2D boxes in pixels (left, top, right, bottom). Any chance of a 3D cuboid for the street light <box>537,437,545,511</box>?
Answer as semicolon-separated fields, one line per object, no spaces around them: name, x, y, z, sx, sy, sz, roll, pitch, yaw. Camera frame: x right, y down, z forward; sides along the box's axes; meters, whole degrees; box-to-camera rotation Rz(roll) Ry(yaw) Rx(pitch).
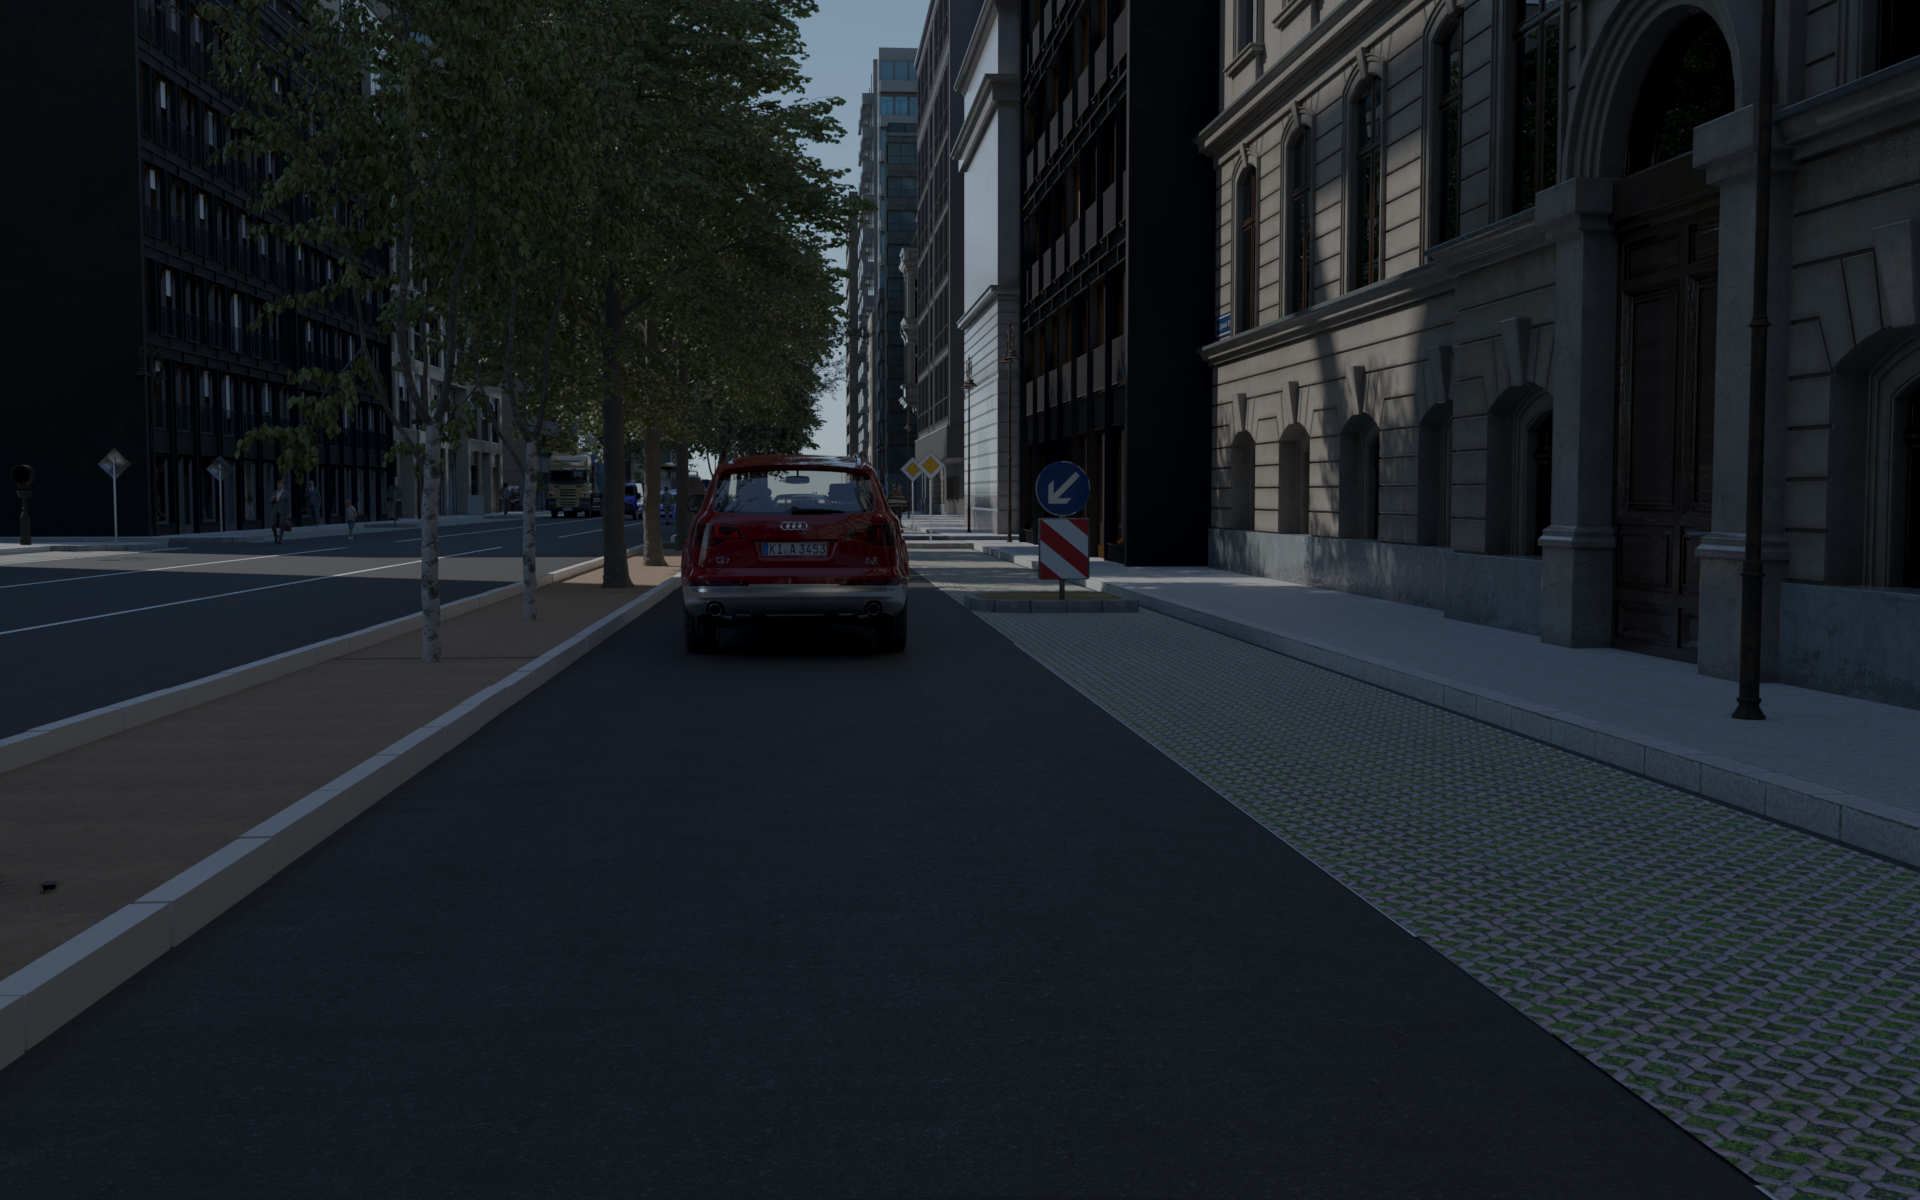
street light;-31.114;-9.532;128.639;0.468;5.910;1.993;0;4;-5

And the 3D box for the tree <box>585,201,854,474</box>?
tree;-8.700;-8.805;63.420;9.611;12.733;9.660;0;3;0

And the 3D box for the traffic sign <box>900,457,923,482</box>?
traffic sign;-1.453;-3.179;54.164;0.795;2.593;0.064;0;4;-5

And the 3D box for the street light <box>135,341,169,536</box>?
street light;-24.396;-4.868;52.377;0.468;5.910;1.993;0;4;-5

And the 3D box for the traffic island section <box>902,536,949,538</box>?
traffic island section;-1.430;-1.955;54.248;2.009;0.180;2.903;0;4;-5

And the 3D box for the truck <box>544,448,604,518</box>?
truck;-23.806;-7.280;107.943;2.839;4.237;11.283;0;4;-5

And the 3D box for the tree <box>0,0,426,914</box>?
tree;-3.860;-5.690;5.862;12.009;13.543;11.850;0;3;0

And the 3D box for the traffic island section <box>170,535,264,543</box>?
traffic island section;-22.393;-1.845;52.440;2.009;0.180;2.903;0;4;-5

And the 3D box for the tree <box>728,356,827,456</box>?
tree;-10.545;-9.016;84.287;8.767;10.594;7.601;0;4;-5

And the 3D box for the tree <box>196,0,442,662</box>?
tree;-4.547;-3.784;14.692;4.737;8.622;4.395;0;3;0

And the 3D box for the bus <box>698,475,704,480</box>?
bus;-33.508;-13.811;217.354;2.896;3.916;12.252;0;4;-6

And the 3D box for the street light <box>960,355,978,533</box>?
street light;0.302;-5.179;57.459;0.468;5.910;1.993;0;4;-5

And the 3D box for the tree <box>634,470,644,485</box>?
tree;-38.844;-13.489;204.256;4.285;4.588;4.351;0;3;0

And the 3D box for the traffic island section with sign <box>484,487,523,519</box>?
traffic island section with sign;-26.621;-5.656;101.096;1.989;1.847;2.006;0;4;-5

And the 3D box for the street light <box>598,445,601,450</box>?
street light;-34.213;-11.729;164.554;0.468;5.910;1.993;0;4;-5

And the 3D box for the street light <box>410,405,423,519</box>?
street light;-27.459;-7.035;87.805;0.468;5.910;1.993;0;4;-5

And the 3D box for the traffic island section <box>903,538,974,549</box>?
traffic island section;-0.739;-1.469;46.293;2.009;0.180;2.903;0;4;-5

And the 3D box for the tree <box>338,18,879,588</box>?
tree;-5.097;-6.423;25.593;7.486;12.596;7.792;0;3;0

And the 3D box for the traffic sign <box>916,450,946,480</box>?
traffic sign;-0.762;-2.692;46.208;0.795;2.593;0.064;0;4;-5

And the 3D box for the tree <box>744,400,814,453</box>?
tree;-13.188;-11.174;110.907;9.928;11.665;9.643;0;3;0

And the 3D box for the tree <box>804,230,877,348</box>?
tree;-12.620;-16.156;122.497;12.611;20.169;13.585;0;3;0

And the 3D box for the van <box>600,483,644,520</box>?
van;-18.797;-5.646;96.691;2.240;2.365;5.245;0;4;-5

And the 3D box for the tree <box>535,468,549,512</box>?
tree;-30.729;-8.053;126.269;1.663;3.219;1.824;0;3;0

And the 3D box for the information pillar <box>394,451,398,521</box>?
information pillar;-27.520;-5.672;84.098;0.504;3.616;0.183;2;4;26

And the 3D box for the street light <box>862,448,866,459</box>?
street light;-9.382;-12.017;169.262;0.468;5.910;1.993;0;4;-5

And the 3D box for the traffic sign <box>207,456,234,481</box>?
traffic sign;-22.370;-3.069;52.375;0.795;2.593;0.064;0;4;-5

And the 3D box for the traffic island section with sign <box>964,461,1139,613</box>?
traffic island section with sign;1.073;-0.797;21.652;1.989;1.847;2.006;0;4;-5

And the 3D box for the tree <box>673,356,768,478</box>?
tree;-7.888;-6.281;55.507;4.360;8.622;3.978;0;3;0

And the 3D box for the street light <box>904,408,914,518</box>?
street light;-2.754;-7.346;92.888;0.468;5.910;1.993;0;4;-5

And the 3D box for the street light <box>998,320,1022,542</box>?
street light;1.320;-4.477;45.992;0.468;5.910;1.993;0;4;-5

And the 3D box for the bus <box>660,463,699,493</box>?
bus;-22.816;-9.071;139.849;2.896;3.916;12.252;0;4;-4

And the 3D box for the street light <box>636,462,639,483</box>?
street light;-37.314;-13.923;200.424;0.468;5.910;1.993;0;4;-5

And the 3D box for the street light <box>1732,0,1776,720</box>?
street light;4.512;-2.259;9.730;0.468;5.910;1.993;0;4;-5

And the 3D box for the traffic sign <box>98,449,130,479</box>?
traffic sign;-21.679;-2.583;44.419;0.795;2.593;0.064;0;4;-5

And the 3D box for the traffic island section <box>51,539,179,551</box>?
traffic island section;-21.702;-1.358;44.484;2.009;0.180;2.903;0;4;-5

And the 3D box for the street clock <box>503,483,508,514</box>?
street clock;-28.878;-6.453;110.078;0.358;2.002;0.471;0;4;-4

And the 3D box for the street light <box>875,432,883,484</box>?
street light;-6.284;-9.842;133.698;0.468;5.910;1.993;0;4;-5

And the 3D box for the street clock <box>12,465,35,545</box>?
street clock;-23.487;-2.380;43.484;0.471;2.002;0.358;0;4;2

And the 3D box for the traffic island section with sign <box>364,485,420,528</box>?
traffic island section with sign;-24.298;-4.013;74.240;1.989;1.847;2.006;0;4;-5

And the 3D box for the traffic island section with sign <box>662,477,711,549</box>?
traffic island section with sign;-7.141;-2.315;45.979;2.006;1.907;1.989;0;4;-5

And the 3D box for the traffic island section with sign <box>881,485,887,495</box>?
traffic island section with sign;-3.701;-4.155;76.569;1.989;1.847;2.006;0;4;-5

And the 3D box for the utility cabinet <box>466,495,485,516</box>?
utility cabinet;-28.969;-5.650;103.538;1.020;1.237;0.306;-1;4;-22
